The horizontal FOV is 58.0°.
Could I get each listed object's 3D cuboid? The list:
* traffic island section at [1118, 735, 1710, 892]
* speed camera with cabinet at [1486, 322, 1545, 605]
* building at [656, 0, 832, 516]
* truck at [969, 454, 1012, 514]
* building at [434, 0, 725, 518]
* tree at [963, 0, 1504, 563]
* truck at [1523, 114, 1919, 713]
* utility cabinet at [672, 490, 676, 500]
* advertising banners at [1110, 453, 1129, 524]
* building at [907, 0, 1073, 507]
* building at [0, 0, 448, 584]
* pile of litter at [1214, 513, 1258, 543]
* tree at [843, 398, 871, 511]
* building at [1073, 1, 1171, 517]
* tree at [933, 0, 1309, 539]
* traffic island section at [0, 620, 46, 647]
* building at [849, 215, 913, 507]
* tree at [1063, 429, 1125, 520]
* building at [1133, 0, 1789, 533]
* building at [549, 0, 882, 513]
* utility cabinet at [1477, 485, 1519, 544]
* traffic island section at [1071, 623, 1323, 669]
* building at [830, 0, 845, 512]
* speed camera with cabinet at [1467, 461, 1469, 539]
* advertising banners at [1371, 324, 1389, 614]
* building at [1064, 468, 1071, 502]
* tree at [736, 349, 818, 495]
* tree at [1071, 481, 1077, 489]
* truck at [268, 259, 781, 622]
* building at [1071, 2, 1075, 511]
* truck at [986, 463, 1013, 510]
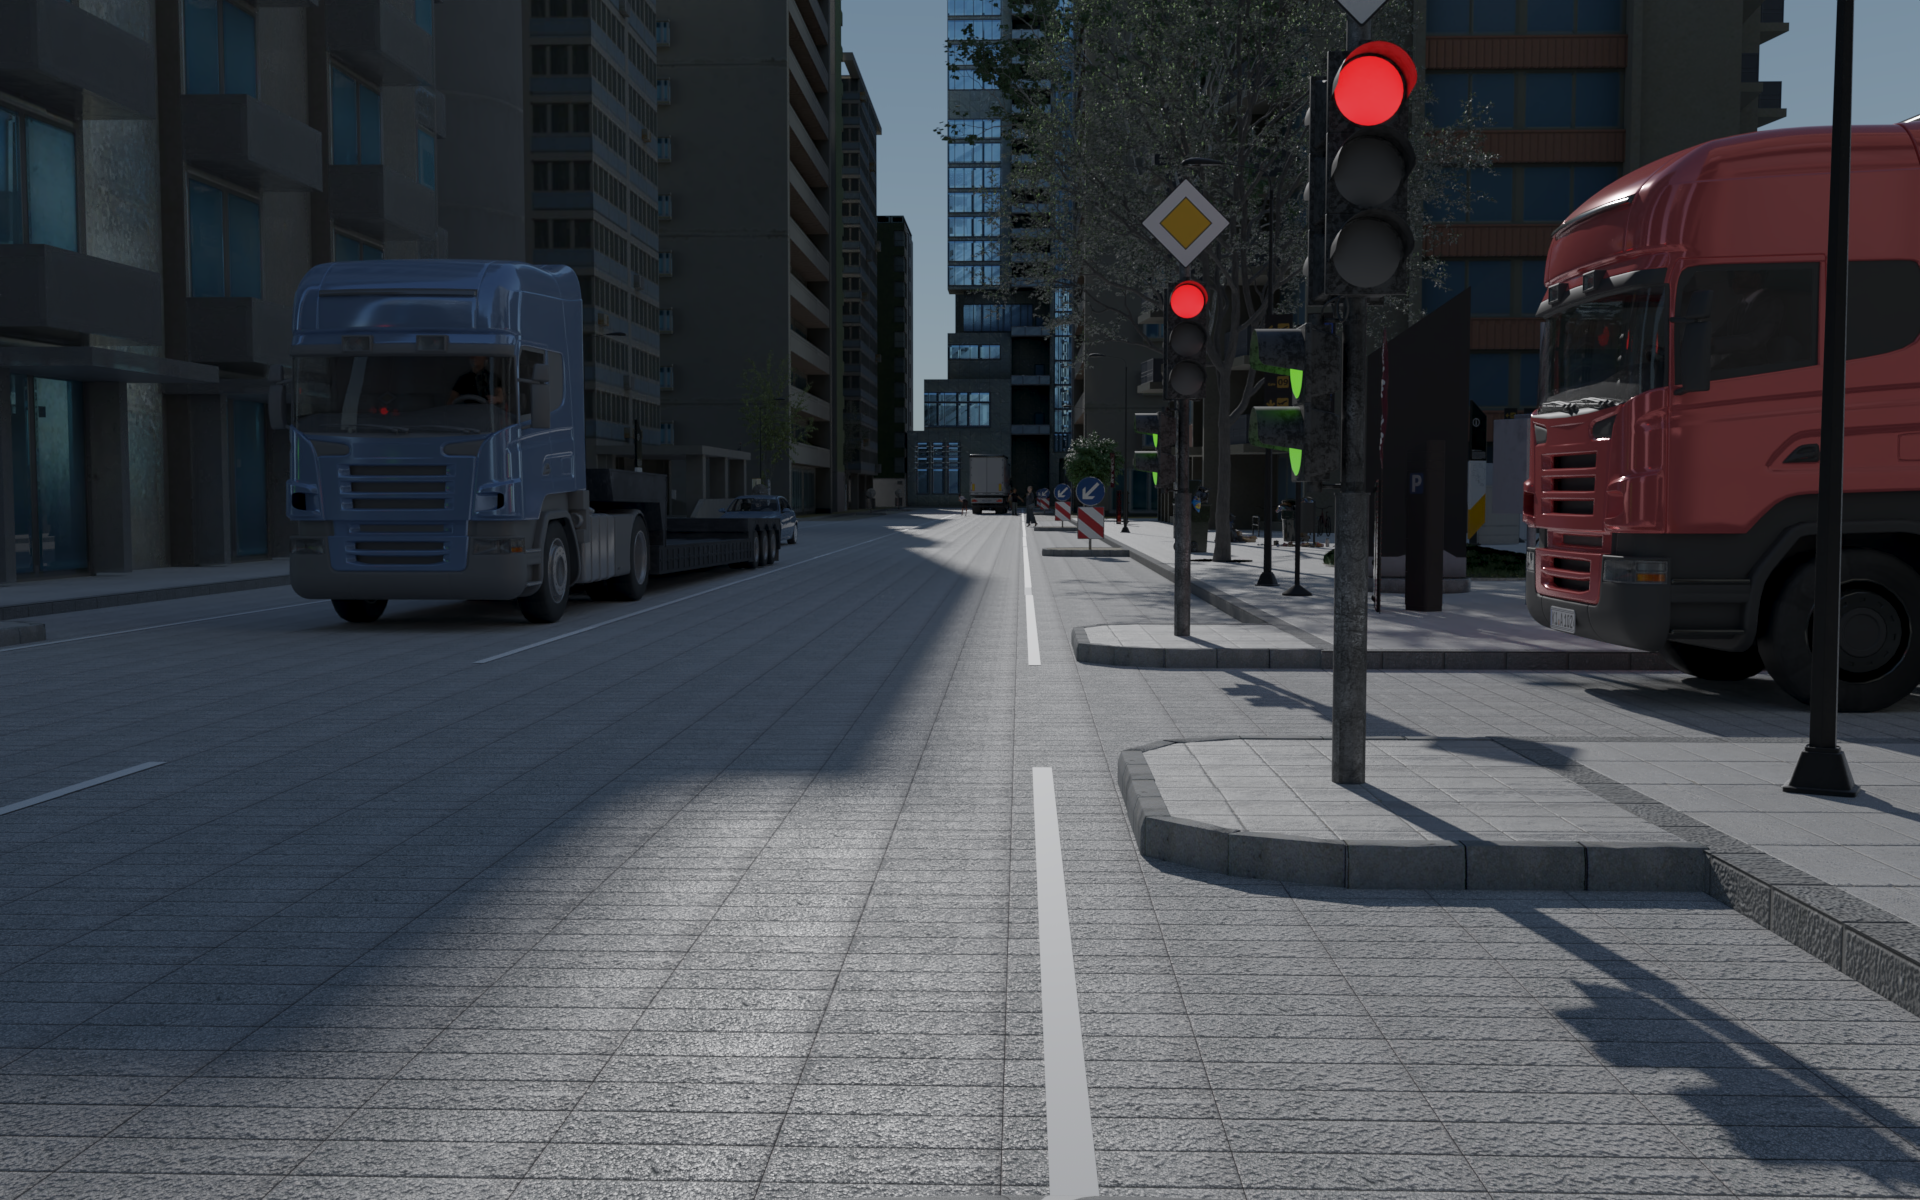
[{"bbox_3d":[1.752,0.891,7.717,2.009,0.180,2.903,0,4,2],"label":"traffic island section"},{"bbox_3d":[7.255,-1.601,20.514,2.038,3.252,0.660,-2,4,-28],"label":"speed camera with cabinet"},{"bbox_3d":[-19.386,-29.253,101.981,21.300,48.544,21.600,0,4,2],"label":"building"},{"bbox_3d":[2.244,-8.511,128.067,2.839,4.237,11.283,0,4,4],"label":"truck"},{"bbox_3d":[-25.031,-22.902,66.329,32.217,40.220,23.993,0,4,2],"label":"building"},{"bbox_3d":[5.081,-7.468,32.465,12.009,13.543,11.850,0,3,0],"label":"tree"},{"bbox_3d":[9.283,-1.429,12.275,11.283,4.237,2.839,0,4,1],"label":"truck"},{"bbox_3d":[-13.893,-4.594,83.791,0.318,1.500,1.173,0,4,-6],"label":"utility cabinet"},{"bbox_3d":[6.794,-4.754,73.917,0.090,3.025,2.074,2,4,28],"label":"advertising banners"},{"bbox_3d":[10.541,-53.293,184.019,31.000,86.520,22.319,0,4,2],"label":"building"},{"bbox_3d":[-23.360,-25.151,30.820,23.786,49.044,30.456,0,4,2],"label":"building"},{"bbox_3d":[7.409,-1.990,46.500,1.176,0.858,1.719,1,4,11],"label":"pile of litter"},{"bbox_3d":[-8.951,-11.126,132.273,4.360,8.622,3.978,0,3,0],"label":"tree"},{"bbox_3d":[17.991,-29.498,105.993,21.300,48.544,21.600,0,4,2],"label":"building"},{"bbox_3d":[5.477,-11.759,48.154,12.611,20.169,13.585,0,3,0],"label":"tree"},{"bbox_3d":[-9.999,0.376,16.126,2.009,0.180,2.903,0,4,2],"label":"traffic island section"},{"bbox_3d":[-12.170,-25.075,181.671,14.107,30.474,14.160,0,4,2],"label":"building"},{"bbox_3d":[6.749,-6.345,87.447,4.285,4.588,4.351,0,3,0],"label":"tree"},{"bbox_3d":[18.642,-25.335,68.854,22.147,44.769,28.867,0,4,2],"label":"building"},{"bbox_3d":[-19.332,-28.142,152.002,23.993,40.220,32.217,0,4,2],"label":"building"},{"bbox_3d":[13.579,-2.155,43.908,1.173,1.500,0.318,-1,4,-16],"label":"utility cabinet"},{"bbox_3d":[2.034,0.403,15.697,2.009,0.180,2.903,0,4,2],"label":"traffic island section"},{"bbox_3d":[-15.786,-26.714,120.371,14.154,41.232,14.086,0,4,2],"label":"building"},{"bbox_3d":[14.931,-3.299,48.274,0.660,3.252,2.038,-2,4,-24],"label":"speed camera with cabinet"},{"bbox_3d":[4.591,-1.392,18.944,0.090,3.025,2.074,1,4,12],"label":"advertising banners"},{"bbox_3d":[19.950,-43.820,154.710,20.563,71.187,20.611,0,4,2],"label":"building"},{"bbox_3d":[-9.657,-8.477,88.955,4.737,8.622,4.395,0,3,0],"label":"tree"},{"bbox_3d":[6.705,-6.042,93.396,1.663,3.219,1.824,0,3,0],"label":"tree"},{"bbox_3d":[-5.334,-2.232,26.255,2.967,4.110,18.799,0,4,3],"label":"truck"},{"bbox_3d":[19.000,-36.009,130.749,21.231,58.520,28.212,0,4,2],"label":"building"},{"bbox_3d":[3.302,-10.379,158.615,2.839,4.237,11.283,0,4,3],"label":"truck"}]
